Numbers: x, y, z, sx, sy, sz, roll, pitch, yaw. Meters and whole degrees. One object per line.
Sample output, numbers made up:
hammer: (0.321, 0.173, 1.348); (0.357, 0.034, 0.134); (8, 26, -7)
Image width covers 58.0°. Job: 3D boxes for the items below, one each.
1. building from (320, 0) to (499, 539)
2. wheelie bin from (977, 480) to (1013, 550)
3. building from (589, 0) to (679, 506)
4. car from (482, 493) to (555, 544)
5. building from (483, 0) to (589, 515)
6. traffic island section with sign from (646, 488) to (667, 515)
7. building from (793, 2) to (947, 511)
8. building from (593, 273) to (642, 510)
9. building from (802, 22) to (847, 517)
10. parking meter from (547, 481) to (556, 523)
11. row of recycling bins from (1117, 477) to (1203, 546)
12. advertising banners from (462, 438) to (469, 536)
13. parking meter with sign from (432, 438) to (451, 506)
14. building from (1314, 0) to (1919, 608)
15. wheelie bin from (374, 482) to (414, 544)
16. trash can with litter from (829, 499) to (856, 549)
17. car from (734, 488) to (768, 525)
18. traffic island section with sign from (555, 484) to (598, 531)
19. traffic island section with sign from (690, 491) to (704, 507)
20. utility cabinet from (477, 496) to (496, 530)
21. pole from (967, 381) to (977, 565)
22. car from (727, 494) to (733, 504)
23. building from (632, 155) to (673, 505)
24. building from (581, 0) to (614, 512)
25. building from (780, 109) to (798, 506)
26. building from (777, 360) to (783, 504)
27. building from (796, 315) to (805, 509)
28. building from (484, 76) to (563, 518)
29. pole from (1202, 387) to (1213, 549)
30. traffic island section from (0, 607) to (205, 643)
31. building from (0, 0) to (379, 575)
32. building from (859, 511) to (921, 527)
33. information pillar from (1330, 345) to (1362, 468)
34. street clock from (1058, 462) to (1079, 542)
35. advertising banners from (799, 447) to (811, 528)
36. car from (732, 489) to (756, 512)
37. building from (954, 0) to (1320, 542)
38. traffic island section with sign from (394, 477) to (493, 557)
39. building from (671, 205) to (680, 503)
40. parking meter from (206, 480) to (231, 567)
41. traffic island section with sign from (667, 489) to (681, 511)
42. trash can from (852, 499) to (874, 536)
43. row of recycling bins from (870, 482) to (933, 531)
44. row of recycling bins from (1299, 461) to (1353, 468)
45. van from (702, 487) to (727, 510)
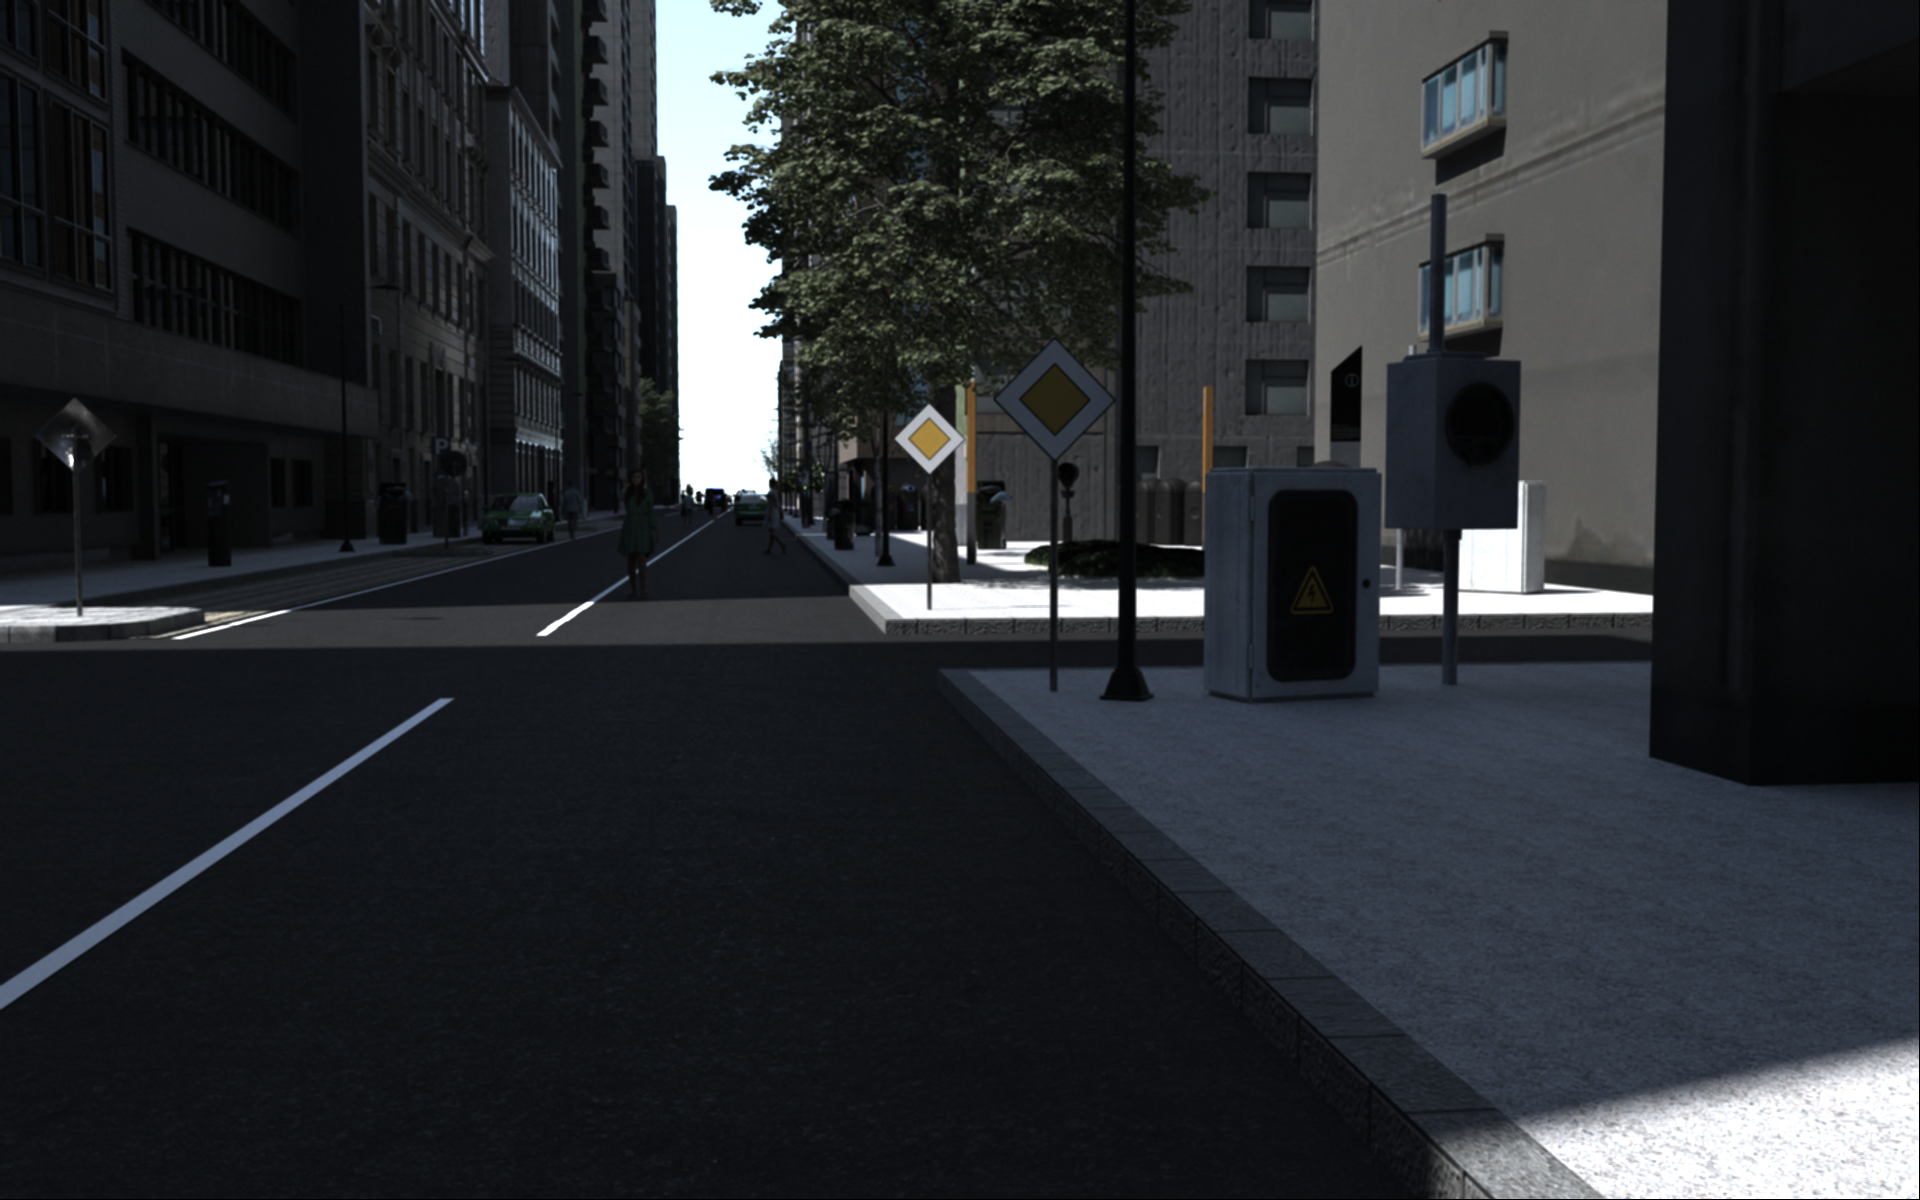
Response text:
building: (-23.890, -16.049, 59.657); (12.463, 27.353, 25.104); (0, 4, -7)
wheelie bin: (0.741, -1.971, 40.138); (0.980, 1.594, 0.693); (1, 4, 13)
building: (-46.383, -47.719, 218.450); (20.563, 71.187, 20.611); (0, 4, -7)
car: (-12.940, -2.571, 50.837); (1.959, 1.807, 4.718); (-1, 4, -8)
building: (-29.066, -25.346, 98.009); (14.154, 41.232, 14.086); (0, 4, -7)
traffic island section with sign: (-21.125, -6.660, 117.514); (1.989, 1.847, 2.006); (0, 4, -7)
building: (-8.394, -31.297, 161.819); (14.600, 45.320, 14.200); (0, 4, -7)
building: (-42.276, -18.559, 148.481); (27.650, 21.520, 28.899); (0, 4, -7)
building: (0.480, -34.764, 110.395); (21.231, 58.520, 28.212); (0, 4, -7)
parking meter: (-18.051, -4.332, 76.547); (0.255, 1.863, 0.399); (1, 4, 10)
row of recycling bins: (5.191, -2.248, 43.875); (1.069, 1.692, 3.534); (-2, 4, -32)
advertising banners: (-15.269, -3.508, 53.551); (0.090, 3.025, 2.074); (-1, 4, -12)
parking meter with sign: (-15.788, -3.455, 52.743); (0.543, 3.016, 1.738); (-1, 4, -15)
building: (18.109, -24.887, 30.606); (21.600, 48.544, 21.300); (0, 4, -7)
wheelie bin: (-14.450, -2.224, 44.270); (0.980, 1.594, 0.693); (-2, 4, -27)
trash can with litter: (-2.751, -1.758, 40.137); (0.624, 1.170, 1.055); (-1, 4, -9)
car: (-9.611, -4.430, 81.227); (1.959, 1.807, 4.718); (0, 4, -6)
traffic island section with sign: (-15.089, -3.574, 67.060); (1.989, 1.847, 2.006); (0, 4, -7)
traffic island section with sign: (-34.029, -13.272, 225.624); (1.989, 1.847, 2.006); (0, 4, -7)
utility cabinet: (-16.898, -3.142, 62.531); (1.020, 1.237, 0.306); (0, 4, 5)
pole: (0.214, -2.300, 31.454); (0.158, 3.312, 0.155); (0, 3, 0)
car: (-33.011, -14.408, 244.365); (1.959, 1.807, 4.718); (-1, 4, -8)
building: (-41.542, -31.737, 202.502); (14.154, 41.232, 14.086); (0, 4, -7)
building: (-35.864, -28.398, 118.936); (22.147, 44.769, 28.867); (0, 4, -7)
building: (-12.234, -30.786, 186.942); (14.154, 41.232, 14.086); (0, 4, -7)
building: (-11.091, -24.099, 239.065); (27.650, 21.520, 28.899); (0, 4, -7)
building: (0.815, -18.162, 141.980); (27.650, 21.520, 28.899); (0, 4, -7)
building: (-24.738, -14.256, 82.236); (9.793, 20.994, 18.267); (0, 4, -7)
pole: (4.713, -2.392, 32.954); (0.158, 3.312, 0.155); (0, 3, 0)
traffic island section: (-9.247, 0.252, 18.157); (2.009, 0.180, 2.903); (0, 4, -7)
building: (-21.241, -13.010, 31.781); (14.314, 24.678, 30.058); (0, 4, -7)
building: (1.982, -25.954, 74.456); (14.600, 45.320, 14.200); (0, 4, -7)
information pillar: (6.099, -2.202, 27.353); (0.504, 3.616, 0.183); (1, 4, 13)
street clock: (2.469, -2.149, 39.705); (0.471, 2.002, 0.358); (1, 4, 23)
advertising banners: (-5.844, -4.211, 65.043); (0.090, 3.025, 2.074); (0, 4, 7)
car: (-17.226, -8.017, 139.745); (2.281, 1.827, 5.304); (0, 4, -7)
building: (6.422, -22.584, 52.851); (14.154, 41.232, 14.086); (0, 4, -7)
traffic island section with sign: (-11.865, -1.915, 39.932); (1.989, 1.847, 2.006); (0, 4, -7)
building: (-45.903, -33.862, 237.244); (14.154, 41.232, 14.086); (0, 4, -7)
parking meter: (-13.164, -1.367, 30.761); (0.372, 1.533, 0.369); (0, 3, 0)
traffic island section with sign: (-24.316, -8.297, 144.280); (1.989, 1.847, 2.006); (0, 4, -7)
trash can: (-2.993, -2.555, 53.433); (0.748, 1.137, 0.748); (0, 3, 0)
row of recycling bins: (-1.455, -3.326, 61.485); (3.534, 1.692, 1.069); (-1, 4, -18)
row of recycling bins: (4.791, -0.966, 22.915); (1.069, 1.692, 3.534); (0, 4, 7)
van: (-22.429, -9.440, 158.727); (2.240, 2.365, 5.245); (0, 4, -5)
